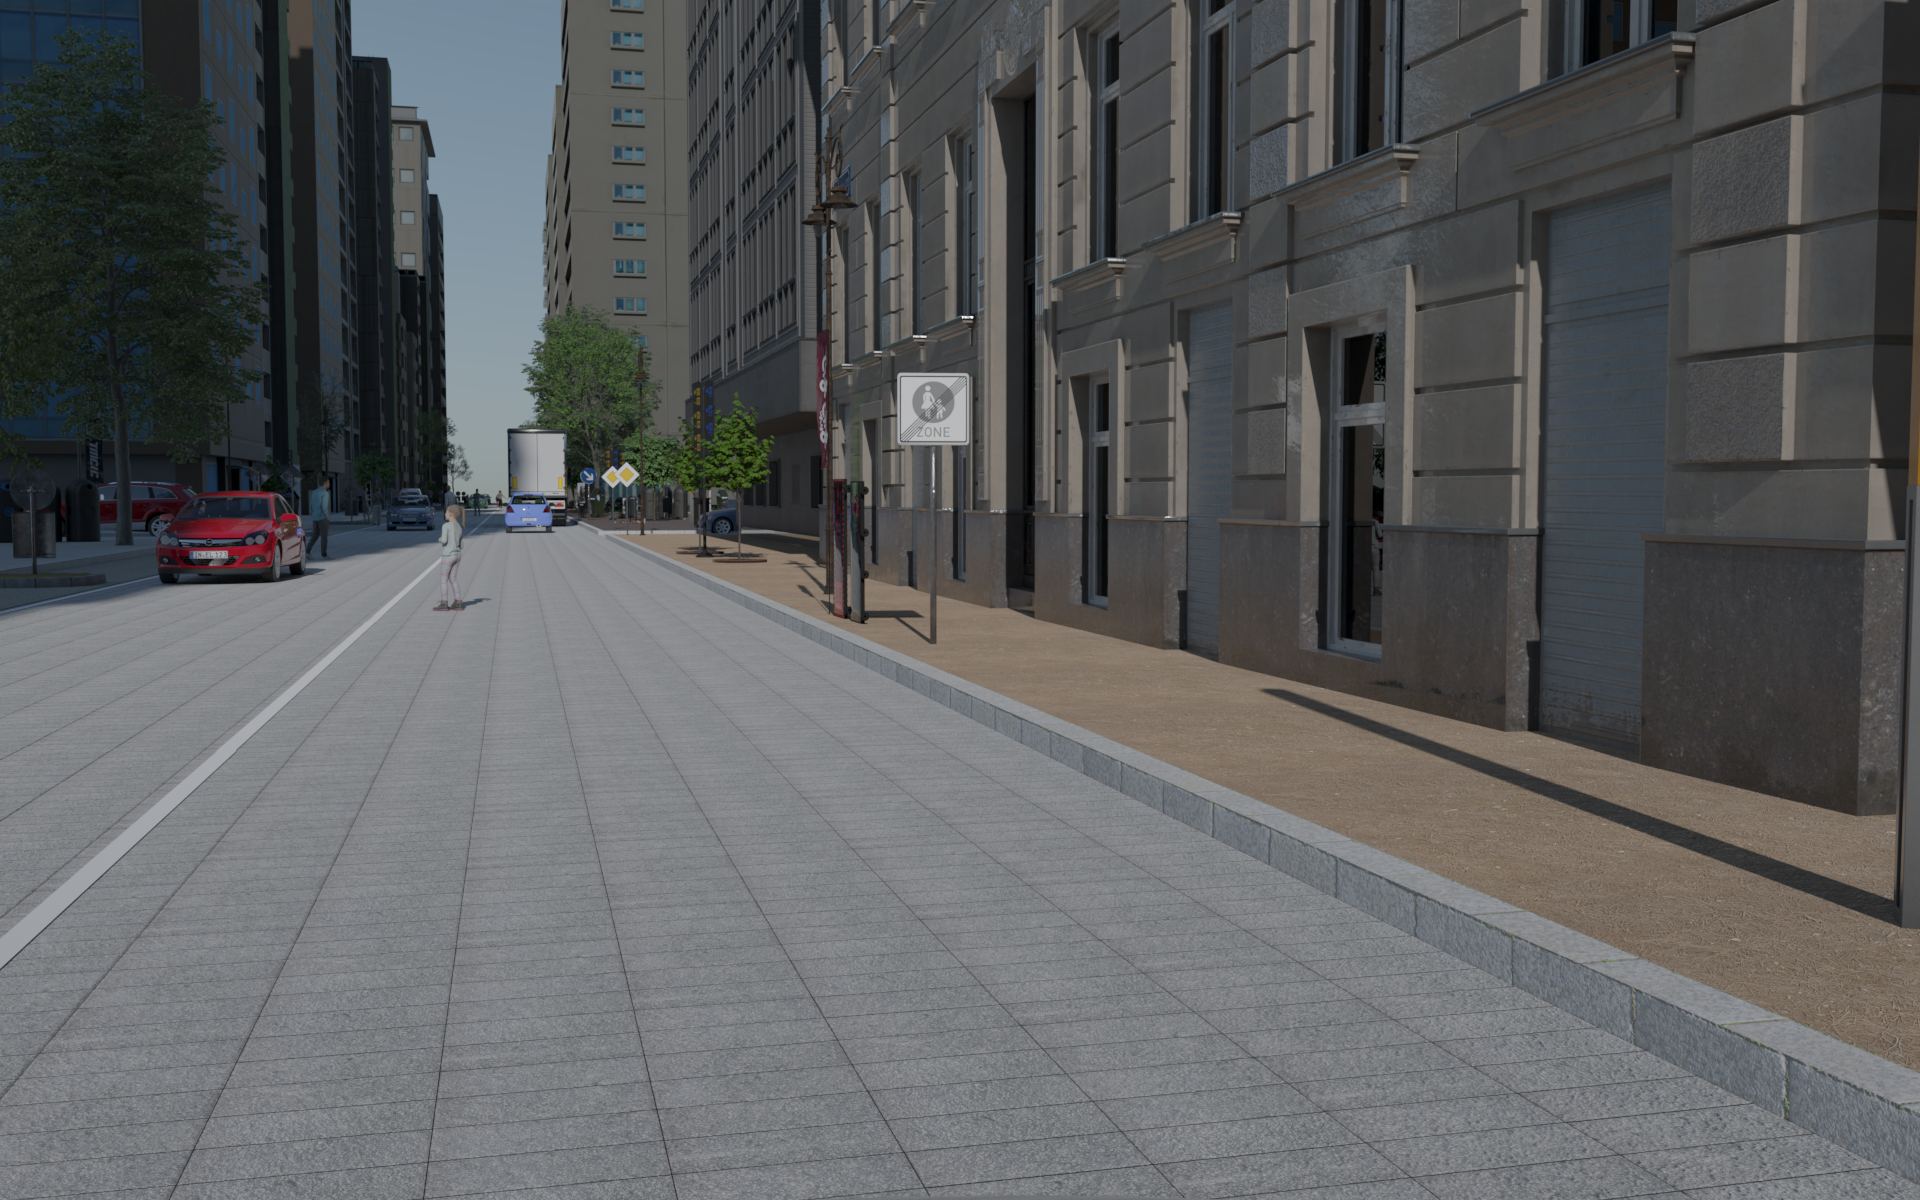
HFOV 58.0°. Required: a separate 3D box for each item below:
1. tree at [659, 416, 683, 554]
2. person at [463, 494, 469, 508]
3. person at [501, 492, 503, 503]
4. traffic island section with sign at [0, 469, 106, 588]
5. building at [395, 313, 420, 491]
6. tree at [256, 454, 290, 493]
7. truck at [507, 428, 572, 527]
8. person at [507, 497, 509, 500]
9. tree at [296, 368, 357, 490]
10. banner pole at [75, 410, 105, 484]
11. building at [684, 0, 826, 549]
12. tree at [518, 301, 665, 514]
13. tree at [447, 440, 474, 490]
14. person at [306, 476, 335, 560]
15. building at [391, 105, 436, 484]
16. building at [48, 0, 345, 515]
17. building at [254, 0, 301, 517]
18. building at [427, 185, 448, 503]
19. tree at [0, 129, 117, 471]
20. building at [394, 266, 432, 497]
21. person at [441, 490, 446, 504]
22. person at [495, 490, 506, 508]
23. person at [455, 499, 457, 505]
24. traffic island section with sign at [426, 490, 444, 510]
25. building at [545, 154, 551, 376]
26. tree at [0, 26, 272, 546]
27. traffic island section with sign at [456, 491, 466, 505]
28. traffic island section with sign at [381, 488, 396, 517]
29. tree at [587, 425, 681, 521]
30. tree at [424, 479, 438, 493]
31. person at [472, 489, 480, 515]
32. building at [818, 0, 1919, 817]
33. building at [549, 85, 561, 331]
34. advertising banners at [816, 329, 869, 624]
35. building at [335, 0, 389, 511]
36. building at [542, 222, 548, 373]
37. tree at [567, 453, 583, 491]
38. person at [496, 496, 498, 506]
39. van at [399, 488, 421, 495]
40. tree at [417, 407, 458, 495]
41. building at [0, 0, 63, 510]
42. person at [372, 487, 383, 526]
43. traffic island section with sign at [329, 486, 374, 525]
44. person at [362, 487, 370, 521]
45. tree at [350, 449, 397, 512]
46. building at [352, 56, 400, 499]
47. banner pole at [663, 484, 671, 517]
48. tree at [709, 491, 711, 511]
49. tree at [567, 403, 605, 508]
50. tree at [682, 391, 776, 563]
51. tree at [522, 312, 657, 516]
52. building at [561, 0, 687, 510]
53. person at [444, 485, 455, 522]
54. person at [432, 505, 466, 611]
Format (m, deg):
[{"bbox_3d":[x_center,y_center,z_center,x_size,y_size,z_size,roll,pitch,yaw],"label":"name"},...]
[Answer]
[{"bbox_3d":[-5.543,-2.592,36.973,1.663,3.219,1.824,0,3,0],"label":"tree"},{"bbox_3d":[-49.386,-9.883,173.313,0.697,1.427,0.421,3,4,39],"label":"person"},{"bbox_3d":[-53.563,-11.787,202.153,0.436,1.711,0.756,-1,4,-21],"label":"person"},{"bbox_3d":[-14.565,-1.128,27.070,1.989,1.847,2.006,-1,4,-14],"label":"traffic island section with sign"},{"bbox_3d":[-70.279,-20.240,175.966,27.650,21.520,28.899,-1,4,-14],"label":"building"},{"bbox_3d":[-30.801,-5.043,77.047,1.663,3.219,1.824,0,3,0],"label":"tree"},{"bbox_3d":[-19.267,-5.536,79.425,2.839,4.237,11.283,-1,4,-13],"label":"truck"},{"bbox_3d":[-40.814,-9.143,157.979,0.705,1.826,1.348,1,4,23],"label":"person"},{"bbox_3d":[-37.030,-9.174,100.363,4.360,8.622,3.978,0,3,0],"label":"tree"},{"bbox_3d":[-25.289,-3.684,50.254,0.863,3.779,0.401,-2,4,-31],"label":"banner pole"},{"bbox_3d":[1.262,-15.274,43.242,14.314,27.812,24.014,-1,4,-14],"label":"building"},{"bbox_3d":[-24.090,-12.633,113.207,9.857,13.997,8.962,0,3,0],"label":"tree"},{"bbox_3d":[-83.896,-21.479,285.596,7.601,10.594,8.767,-1,4,-18],"label":"tree"},{"bbox_3d":[-14.047,-1.796,37.887,0.660,1.820,0.620,2,4,33],"label":"person"},{"bbox_3d":[-86.546,-39.567,236.151,28.713,52.752,27.495,-1,4,-14],"label":"building"},{"bbox_3d":[-46.982,-28.045,108.644,14.600,45.320,14.200,-1,4,-14],"label":"building"},{"bbox_3d":[-41.948,-19.318,87.558,14.160,30.474,14.107,-1,4,-14],"label":"building"},{"bbox_3d":[-89.224,-39.018,261.644,21.300,48.544,21.600,-1,4,-14],"label":"building"},{"bbox_3d":[-19.126,-5.101,33.770,4.737,8.622,4.395,0,3,0],"label":"tree"},{"bbox_3d":[-74.534,-27.326,218.473,14.160,30.474,14.107,-1,4,-14],"label":"building"},{"bbox_3d":[-41.383,-7.967,139.475,1.217,1.735,0.721,3,4,37],"label":"person"},{"bbox_3d":[-46.749,-10.252,176.129,1.348,1.823,0.705,2,4,24],"label":"person"},{"bbox_3d":[-23.109,-4.147,78.902,0.503,1.515,0.523,-3,5,-41],"label":"person"},{"bbox_3d":[-47.736,-9.017,156.061,1.989,1.847,2.006,-1,4,-14],"label":"traffic island section with sign"},{"bbox_3d":[-45.370,-37.523,237.194,21.300,48.544,21.600,-1,4,-14],"label":"building"},{"bbox_3d":[-21.336,-7.644,43.114,7.486,12.596,7.792,0,3,0],"label":"tree"},{"bbox_3d":[-74.889,-15.476,261.653,1.989,1.847,2.006,-1,4,-14],"label":"traffic island section with sign"},{"bbox_3d":[-35.270,-6.051,107.555,1.989,1.847,2.006,-1,4,-14],"label":"traffic island section with sign"},{"bbox_3d":[-14.666,-6.058,82.755,4.285,4.588,4.351,0,3,0],"label":"tree"},{"bbox_3d":[-60.756,-12.455,198.243,1.663,3.219,1.824,0,3,0],"label":"tree"},{"bbox_3d":[-32.344,-6.554,115.833,0.511,1.800,0.466,0,4,-6],"label":"person"},{"bbox_3d":[6.016,-13.572,19.166,12.463,27.353,25.104,-1,4,-14],"label":"building"},{"bbox_3d":[-35.551,-35.205,199.300,21.300,48.544,21.600,-1,4,-14],"label":"building"},{"bbox_3d":[-1.236,-1.328,17.897,0.090,3.025,2.074,-1,4,-17],"label":"advertising banners"},{"bbox_3d":[-57.102,-42.771,137.552,20.563,71.187,20.611,-1,4,-14],"label":"building"},{"bbox_3d":[-55.056,-40.208,277.008,23.786,49.044,30.456,-1,4,-14],"label":"building"},{"bbox_3d":[-26.788,-8.485,122.438,4.285,4.588,4.351,0,3,0],"label":"tree"},{"bbox_3d":[-52.838,-11.386,197.886,0.421,1.427,0.697,0,4,0],"label":"person"},{"bbox_3d":[-38.814,-7.048,122.238,2.013,2.044,4.112,-1,4,-15],"label":"van"},{"bbox_3d":[-63.614,-17.095,205.264,9.928,11.665,9.643,0,3,0],"label":"tree"},{"bbox_3d":[-35.303,-25.435,65.978,14.600,45.320,14.200,-1,4,-14],"label":"building"},{"bbox_3d":[-26.274,-4.220,78.041,0.362,1.759,0.519,3,5,40],"label":"person"},{"bbox_3d":[-28.476,-4.437,81.178,1.989,1.847,2.006,-1,4,-14],"label":"traffic island section with sign"},{"bbox_3d":[-29.019,-4.642,84.736,0.374,1.781,0.599,-3,4,-39],"label":"person"},{"bbox_3d":[-42.627,-8.694,125.859,4.285,4.588,4.351,0,3,0],"label":"tree"},{"bbox_3d":[-58.646,-28.890,155.948,14.154,41.232,14.086,-1,4,-14],"label":"building"},{"bbox_3d":[-15.547,-6.217,91.670,0.401,3.779,0.863,2,4,25],"label":"banner pole"},{"bbox_3d":[-18.279,-10.786,126.705,4.360,8.622,3.978,0,3,0],"label":"tree"},{"bbox_3d":[-29.845,-11.348,135.903,4.360,8.622,3.978,0,3,0],"label":"tree"},{"bbox_3d":[-4.281,-2.319,32.510,1.663,3.219,1.824,0,3,0],"label":"tree"},{"bbox_3d":[-21.003,-10.640,99.720,9.928,11.665,9.643,0,3,0],"label":"tree"},{"bbox_3d":[-23.332,-32.250,150.992,21.300,48.544,21.600,-1,4,-14],"label":"building"},{"bbox_3d":[-20.896,-3.808,70.981,0.478,1.798,0.641,-2,4,-32],"label":"person"},{"bbox_3d":[-6.276,-0.518,21.250,0.394,1.301,0.425,0,4,3],"label":"person"}]
